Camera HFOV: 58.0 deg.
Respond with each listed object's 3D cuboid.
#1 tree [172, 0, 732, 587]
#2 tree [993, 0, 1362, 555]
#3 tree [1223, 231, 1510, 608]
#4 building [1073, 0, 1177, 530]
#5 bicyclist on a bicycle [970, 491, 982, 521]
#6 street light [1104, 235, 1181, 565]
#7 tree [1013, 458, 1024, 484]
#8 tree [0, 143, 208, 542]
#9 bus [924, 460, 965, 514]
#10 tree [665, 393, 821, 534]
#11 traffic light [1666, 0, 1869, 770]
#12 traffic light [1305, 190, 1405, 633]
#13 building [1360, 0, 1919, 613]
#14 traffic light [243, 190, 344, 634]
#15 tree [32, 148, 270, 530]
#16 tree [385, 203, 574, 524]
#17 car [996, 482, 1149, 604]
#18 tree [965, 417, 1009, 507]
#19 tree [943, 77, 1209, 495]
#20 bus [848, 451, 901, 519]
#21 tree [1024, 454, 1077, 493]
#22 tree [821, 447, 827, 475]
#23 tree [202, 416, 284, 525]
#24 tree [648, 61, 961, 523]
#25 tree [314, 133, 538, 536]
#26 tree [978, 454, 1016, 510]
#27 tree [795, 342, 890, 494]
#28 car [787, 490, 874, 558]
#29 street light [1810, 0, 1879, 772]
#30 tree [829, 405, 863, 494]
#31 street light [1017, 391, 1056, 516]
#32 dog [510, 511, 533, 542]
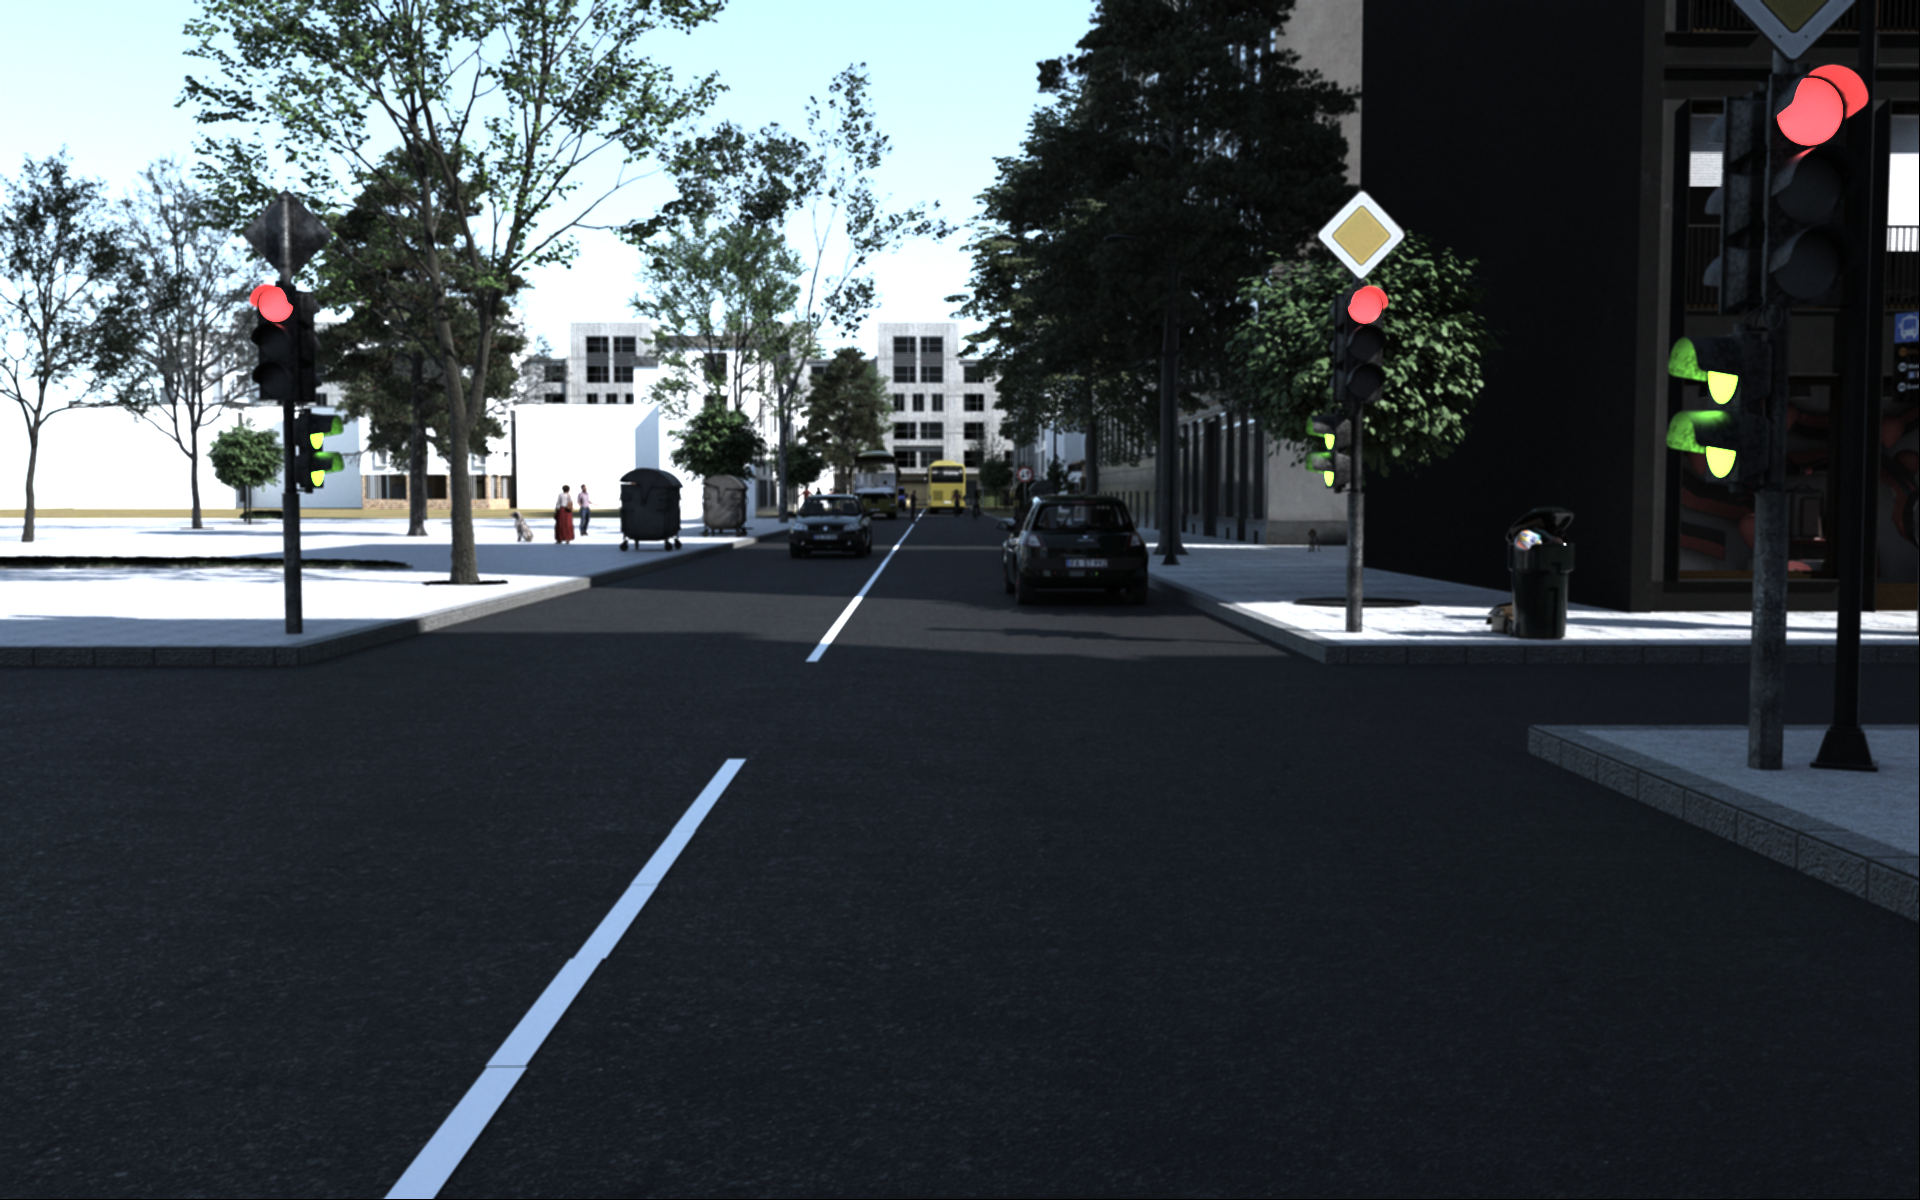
[{"bbox_3d":[-7.008,-6.036,24.452,9.928,11.665,9.643,0,3,0],"label":"tree"},{"bbox_3d":[4.653,-7.898,36.553,7.806,13.903,7.818,0,3,0],"label":"tree"},{"bbox_3d":[4.719,-2.229,20.163,4.285,4.588,4.351,0,3,0],"label":"tree"},{"bbox_3d":[14.080,-14.850,76.083,16.112,22.955,30.059,0,4,-1],"label":"building"},{"bbox_3d":[0.880,-5.143,94.113,1.499,1.676,1.625,0,4,0],"label":"bicyclist on a bicycle"},{"bbox_3d":[3.279,-3.588,31.198,1.470,5.913,1.316,0,4,-1],"label":"street light"},{"bbox_3d":[3.348,-6.042,93.388,1.663,3.219,1.824,0,3,0],"label":"tree"},{"bbox_3d":[-24.546,-6.814,45.829,7.601,10.594,8.767,1,4,9],"label":"tree"},{"bbox_3d":[-1.086,-8.219,125.927,2.896,3.916,12.252,0,4,-2],"label":"bus"},{"bbox_3d":[-7.628,-4.397,55.605,4.285,4.588,4.351,0,3,0],"label":"tree"},{"bbox_3d":[3.753,-1.147,8.002,0.839,4.213,0.868,0,4,-1],"label":"traffic light"},{"bbox_3d":[3.643,-1.636,15.986,0.839,4.213,0.868,0,4,-1],"label":"traffic light"},{"bbox_3d":[15.058,-11.900,24.246,15.834,23.373,12.332,0,4,-1],"label":"building"},{"bbox_3d":[-6.117,-1.626,15.836,0.839,4.213,0.868,0,4,-1],"label":"traffic light"},{"bbox_3d":[-27.975,-9.320,62.745,12.009,13.543,11.850,0,3,0],"label":"tree"},{"bbox_3d":[-21.910,-10.022,74.232,12.009,13.543,11.850,0,3,0],"label":"tree"},{"bbox_3d":[1.531,-0.864,23.920,2.009,1.686,4.222,0,4,-2],"label":"car"},{"bbox_3d":[2.323,-13.184,165.924,4.360,8.622,3.978,0,3,0],"label":"tree"},{"bbox_3d":[3.256,-7.948,48.072,7.486,12.596,7.792,0,3,0],"label":"tree"},{"bbox_3d":[-4.917,-6.767,102.191,2.896,3.916,12.252,0,4,-2],"label":"bus"},{"bbox_3d":[4.100,-4.980,76.029,1.663,3.219,1.824,0,3,0],"label":"tree"},{"bbox_3d":[-8.895,-6.731,93.762,4.285,4.588,4.351,0,3,0],"label":"tree"},{"bbox_3d":[-29.899,-5.447,72.769,4.285,4.588,4.351,0,3,0],"label":"tree"},{"bbox_3d":[-6.856,-13.463,76.013,12.611,20.169,13.585,0,3,0],"label":"tree"},{"bbox_3d":[-16.556,-7.983,52.571,6.751,12.117,7.091,0,3,0],"label":"tree"},{"bbox_3d":[2.900,-9.589,140.486,4.285,4.588,4.351,0,3,0],"label":"tree"},{"bbox_3d":[-8.403,-12.351,123.993,6.751,12.117,7.091,0,3,0],"label":"tree"},{"bbox_3d":[-2.975,-1.866,40.291,2.009,1.686,4.222,0,3,0],"label":"car"},{"bbox_3d":[3.629,-2.168,7.986,1.470,5.913,1.316,0,4,-1],"label":"street light"},{"bbox_3d":[-9.336,-11.616,140.290,4.360,8.622,3.978,0,3,0],"label":"tree"},{"bbox_3d":[2.800,-5.404,60.896,1.470,5.913,1.316,0,4,-1],"label":"street light"},{"bbox_3d":[-11.715,-1.968,46.556,0.513,0.831,0.800,-2,4,-33],"label":"dog"}]
